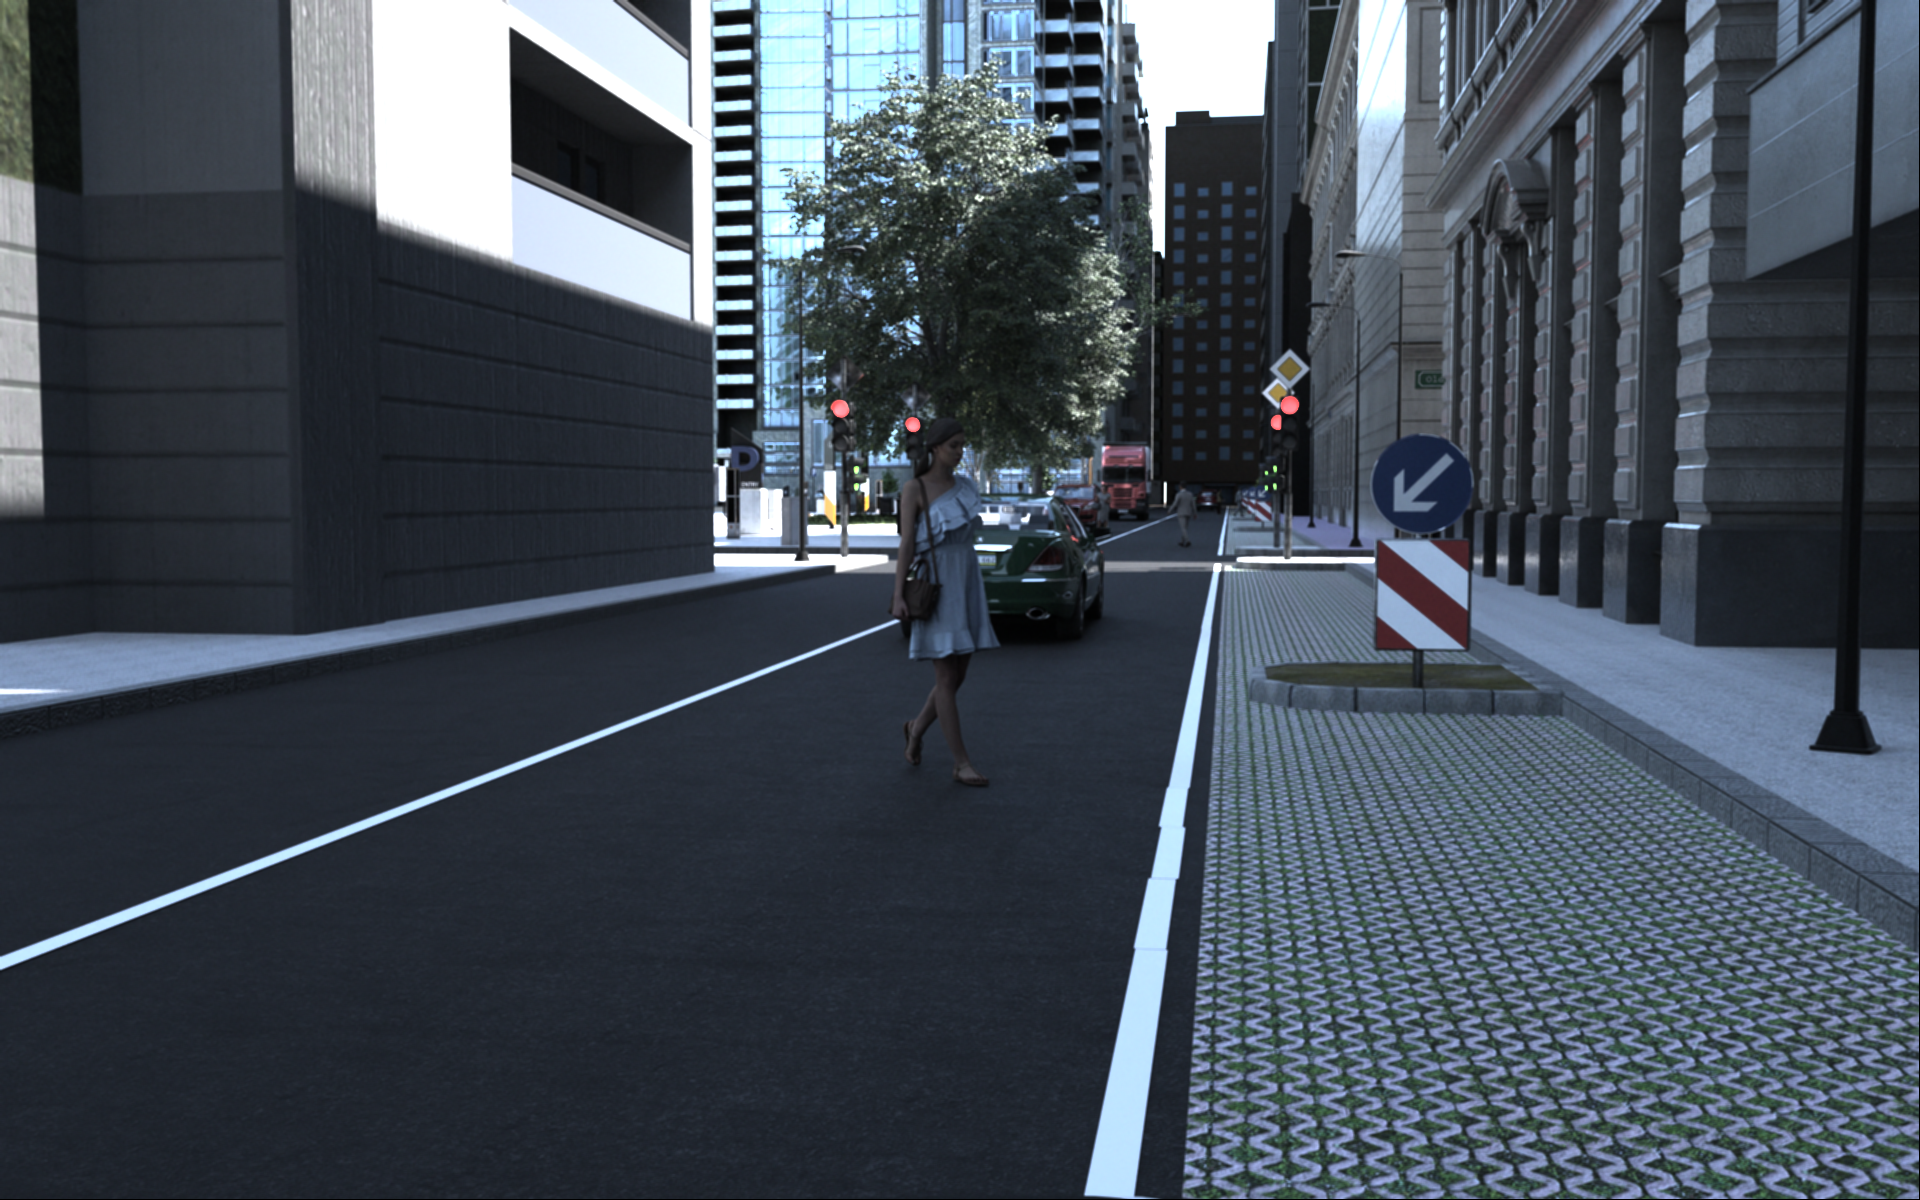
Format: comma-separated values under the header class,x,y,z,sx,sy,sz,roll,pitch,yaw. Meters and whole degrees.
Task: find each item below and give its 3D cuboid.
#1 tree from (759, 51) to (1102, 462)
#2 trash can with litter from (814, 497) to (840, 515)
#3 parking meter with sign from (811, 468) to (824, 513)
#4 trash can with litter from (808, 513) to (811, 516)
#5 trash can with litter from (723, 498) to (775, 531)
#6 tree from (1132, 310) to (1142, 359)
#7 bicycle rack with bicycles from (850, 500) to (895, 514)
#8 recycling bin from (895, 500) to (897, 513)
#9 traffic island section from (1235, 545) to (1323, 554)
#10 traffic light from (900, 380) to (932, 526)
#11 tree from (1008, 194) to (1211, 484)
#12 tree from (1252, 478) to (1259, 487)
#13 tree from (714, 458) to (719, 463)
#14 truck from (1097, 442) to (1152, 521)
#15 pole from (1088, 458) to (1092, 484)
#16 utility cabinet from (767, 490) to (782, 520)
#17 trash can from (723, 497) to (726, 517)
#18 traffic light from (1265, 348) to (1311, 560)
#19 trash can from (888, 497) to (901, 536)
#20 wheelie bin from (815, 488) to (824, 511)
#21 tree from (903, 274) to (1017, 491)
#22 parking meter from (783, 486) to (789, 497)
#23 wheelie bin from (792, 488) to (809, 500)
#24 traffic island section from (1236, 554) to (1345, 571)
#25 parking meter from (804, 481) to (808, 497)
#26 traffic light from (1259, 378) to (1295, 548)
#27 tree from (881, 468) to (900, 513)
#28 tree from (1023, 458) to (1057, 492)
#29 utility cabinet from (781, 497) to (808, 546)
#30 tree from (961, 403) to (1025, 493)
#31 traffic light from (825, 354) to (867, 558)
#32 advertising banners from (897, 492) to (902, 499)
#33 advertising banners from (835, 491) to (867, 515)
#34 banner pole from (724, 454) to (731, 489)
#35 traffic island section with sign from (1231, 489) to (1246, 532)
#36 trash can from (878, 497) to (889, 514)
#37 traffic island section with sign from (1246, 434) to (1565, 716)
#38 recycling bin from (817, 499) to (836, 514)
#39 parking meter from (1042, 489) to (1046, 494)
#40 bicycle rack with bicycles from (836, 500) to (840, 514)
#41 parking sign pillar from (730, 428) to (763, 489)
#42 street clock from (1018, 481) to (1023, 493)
class,x,y,z,sx,sy,sz,roll,pitch,yaw
tree,-0.531,-8.740,49.554,9.857,13.997,8.962,0,3,0
trash can with litter,-7.658,-5.369,98.840,2.233,1.210,1.678,1,4,17
parking meter with sign,-9.152,-7.354,116.496,1.738,3.016,0.543,2,4,28
trash can with litter,-8.815,-5.146,95.528,0.624,1.170,1.055,-2,4,-26
trash can with litter,-7.410,-3.059,61.072,2.233,1.210,1.678,-2,4,-32
tree,3.482,-10.590,79.802,9.857,13.997,8.962,0,3,0
bicycle rack with bicycles,-4.985,-5.468,102.790,2.925,0.926,2.852,1,4,11
recycling bin,-3.284,-5.138,96.554,0.722,1.027,0.722,0,4,-2
traffic island section,7.612,-1.177,41.531,2.009,0.180,2.903,1,4,9
traffic light,-1.085,-3.292,42.752,0.839,4.253,0.868,1,4,9
tree,8.986,-15.484,109.052,12.611,20.169,13.585,0,3,0
tree,33.271,-12.081,192.126,1.663,3.219,1.824,0,3,0
tree,-14.495,-6.615,91.869,4.285,4.588,4.351,0,3,0
truck,9.208,-6.532,95.708,2.839,4.237,11.283,0,4,7
pole,7.119,-6.165,94.641,0.158,3.312,0.155,0,3,0
utility cabinet,-9.518,-4.871,88.324,0.318,1.500,1.173,2,4,28
trash can,-12.695,-5.097,94.984,0.748,1.137,0.748,0,3,0
traffic light,6.344,-2.729,33.533,0.839,4.253,0.868,1,4,9
trash can,-1.638,-2.522,52.894,0.748,1.137,0.748,0,3,0
wheelie bin,-6.920,-4.833,86.931,0.693,1.594,0.980,0,4,3
tree,0.379,-6.538,57.257,4.737,8.622,4.395,0,3,0
parking meter,-11.989,-6.956,119.434,0.399,1.863,0.255,1,4,15
wheelie bin,-8.379,-5.091,91.151,0.980,1.594,0.693,1,4,11
traffic island section,6.382,-0.695,33.641,2.009,0.180,2.903,1,4,9
parking meter,-6.964,-4.367,77.115,0.255,1.863,0.399,3,5,42
traffic light,7.574,-3.211,41.423,0.839,4.253,0.868,1,4,9
tree,-4.980,-7.531,117.727,1.663,3.219,1.824,0,3,0
tree,4.244,-5.770,88.939,1.663,3.219,1.824,0,3,0
utility cabinet,-4.149,-1.971,43.393,0.306,1.237,1.020,1,4,20
tree,1.793,-8.944,96.593,4.360,8.622,3.978,0,3,0
traffic light,-2.315,-2.810,34.862,0.839,4.253,0.868,1,4,9
advertising banners,-3.198,-7.310,115.709,2.074,3.025,0.090,-1,4,-13
advertising banners,-5.110,-4.967,77.403,2.074,3.025,0.090,1,4,23
banner pole,-14.521,-7.255,108.639,0.863,3.779,0.401,3,5,43
traffic island section with sign,11.440,-3.512,66.056,1.989,1.847,2.006,1,4,9
trash can,-3.534,-4.332,82.482,0.748,1.137,0.748,0,3,0
traffic island section with sign,3.048,-0.217,12.174,1.989,1.847,2.006,1,4,9
recycling bin,-6.357,-4.274,82.438,0.722,1.027,0.722,-2,4,-27
parking meter,3.848,-4.432,80.873,0.372,1.533,0.369,0,3,0
bicycle rack with bicycles,-7.666,-5.933,110.384,2.925,0.926,2.852,2,4,30
parking sign pillar,-8.643,-4.998,70.194,1.447,3.967,1.447,0,4,2
street clock,3.450,-5.785,99.151,0.358,2.002,0.471,1,4,9
